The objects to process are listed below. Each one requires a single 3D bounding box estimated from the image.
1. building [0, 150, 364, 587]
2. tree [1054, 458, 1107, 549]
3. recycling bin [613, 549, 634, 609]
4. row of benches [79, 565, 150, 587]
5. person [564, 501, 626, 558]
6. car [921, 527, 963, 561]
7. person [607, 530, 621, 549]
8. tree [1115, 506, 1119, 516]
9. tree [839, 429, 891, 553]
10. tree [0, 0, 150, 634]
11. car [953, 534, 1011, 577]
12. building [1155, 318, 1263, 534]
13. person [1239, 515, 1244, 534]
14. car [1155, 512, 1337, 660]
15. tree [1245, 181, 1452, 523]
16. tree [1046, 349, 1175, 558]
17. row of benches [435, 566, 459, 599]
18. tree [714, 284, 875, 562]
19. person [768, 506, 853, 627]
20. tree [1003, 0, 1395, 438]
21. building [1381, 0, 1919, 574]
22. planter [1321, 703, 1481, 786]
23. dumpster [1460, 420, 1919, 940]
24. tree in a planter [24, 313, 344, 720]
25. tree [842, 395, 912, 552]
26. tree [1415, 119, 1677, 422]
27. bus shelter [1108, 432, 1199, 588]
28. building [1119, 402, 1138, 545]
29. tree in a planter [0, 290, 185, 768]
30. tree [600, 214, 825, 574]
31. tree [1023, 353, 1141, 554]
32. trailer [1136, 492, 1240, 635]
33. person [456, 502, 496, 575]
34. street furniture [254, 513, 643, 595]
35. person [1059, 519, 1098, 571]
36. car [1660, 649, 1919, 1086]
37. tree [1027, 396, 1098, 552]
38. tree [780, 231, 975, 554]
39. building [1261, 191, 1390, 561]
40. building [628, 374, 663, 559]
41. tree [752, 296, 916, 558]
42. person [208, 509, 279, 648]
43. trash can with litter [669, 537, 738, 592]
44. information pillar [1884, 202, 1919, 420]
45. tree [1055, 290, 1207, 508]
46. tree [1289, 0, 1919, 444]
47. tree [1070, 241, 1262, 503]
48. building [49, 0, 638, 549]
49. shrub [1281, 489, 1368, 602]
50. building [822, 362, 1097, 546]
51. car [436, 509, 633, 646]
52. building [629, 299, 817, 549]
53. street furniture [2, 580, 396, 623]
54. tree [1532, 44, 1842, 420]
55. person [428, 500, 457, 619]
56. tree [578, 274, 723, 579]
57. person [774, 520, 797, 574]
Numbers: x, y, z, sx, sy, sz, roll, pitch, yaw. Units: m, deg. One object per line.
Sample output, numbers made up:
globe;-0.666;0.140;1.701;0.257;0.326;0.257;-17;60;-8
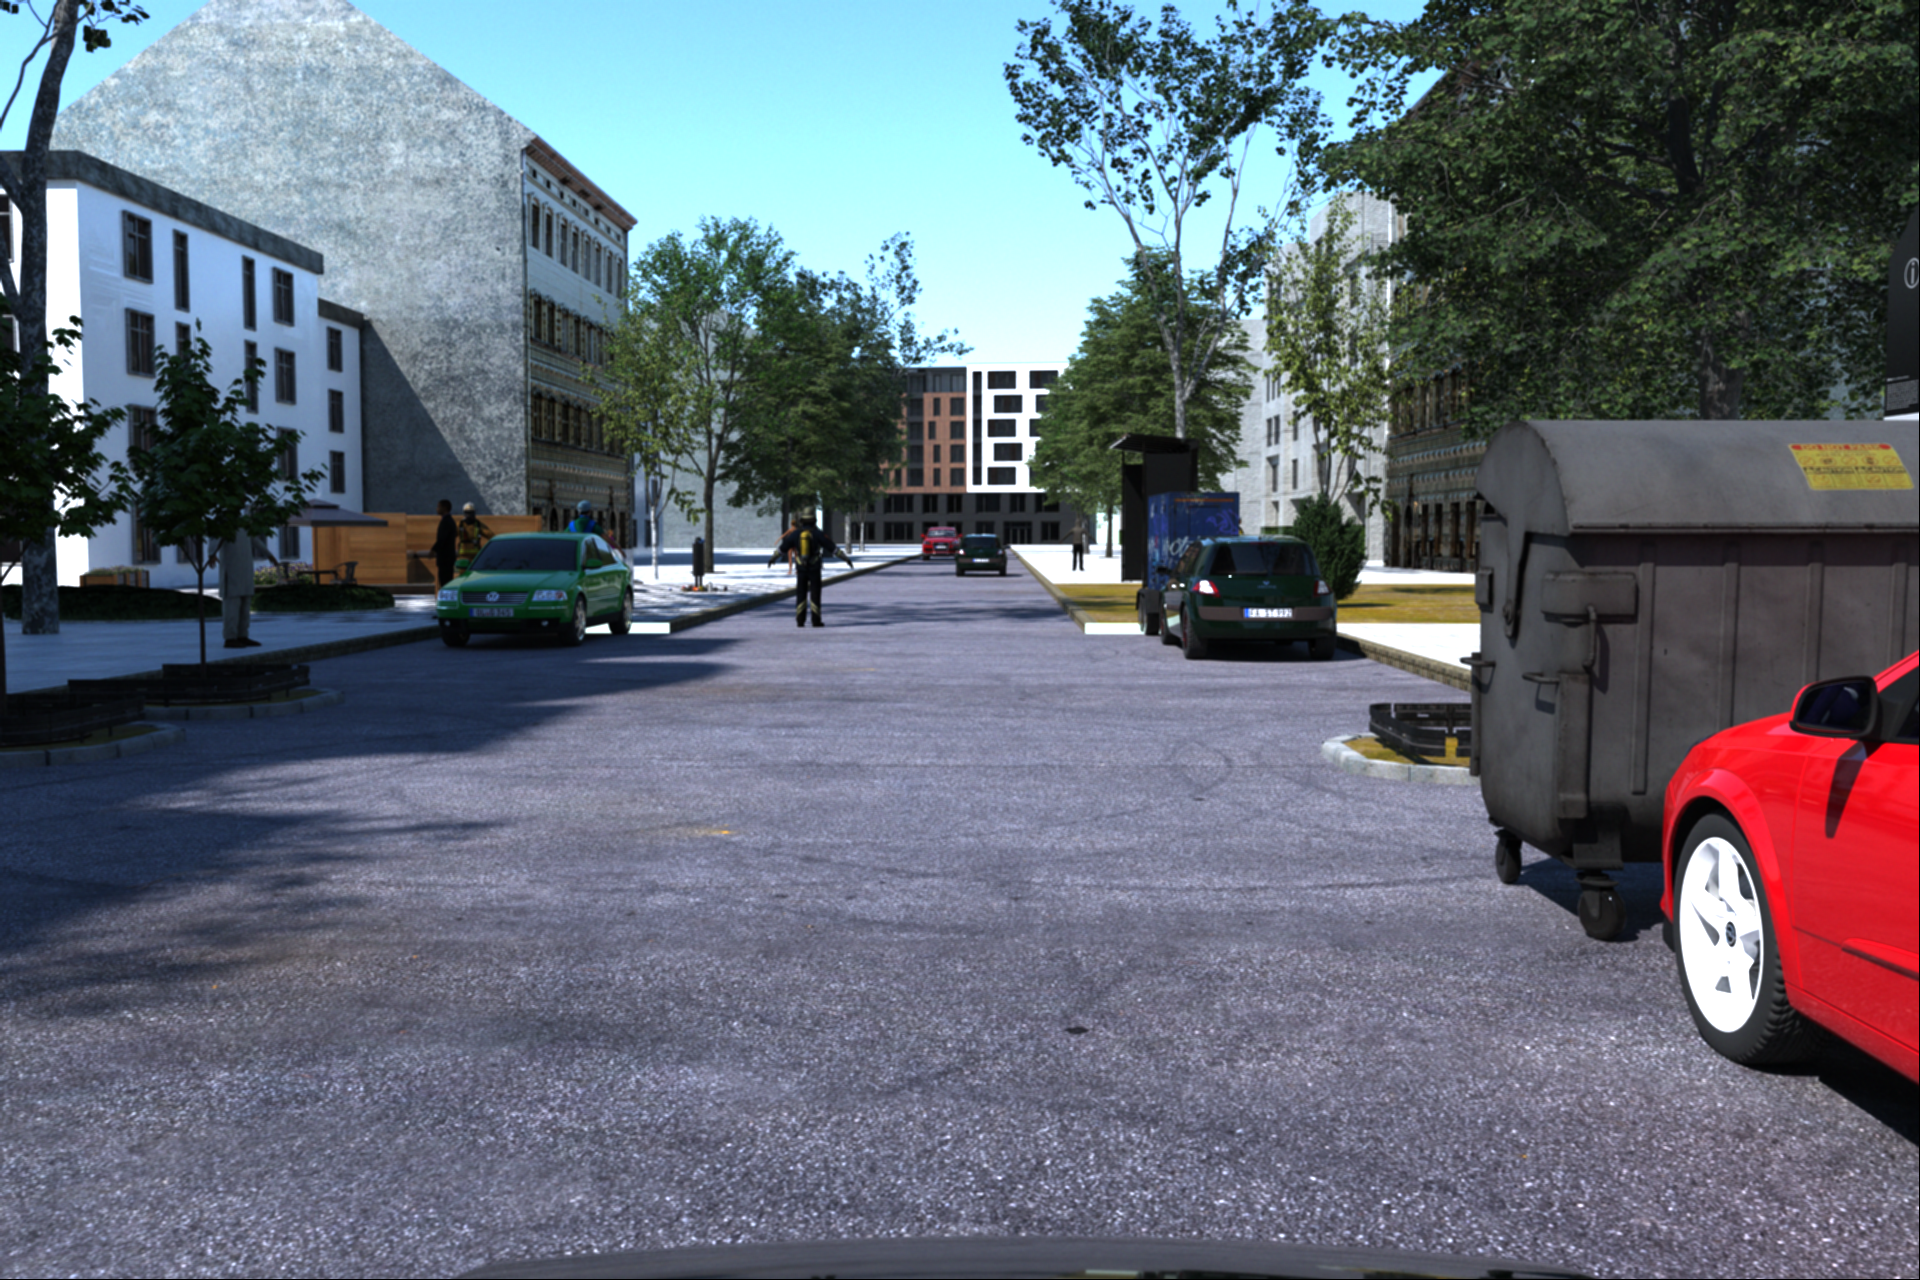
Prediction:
building;-23.627;-6.727;52.140;9.099;9.664;28.070;0;4;1
tree;8.552;-10.288;118.568;4.360;8.622;3.978;0;3;0
recycling bin;-5.973;-1.032;29.434;0.722;1.027;0.722;0;4;2
row of benches;-16.135;-1.078;33.093;1.422;0.672;4.104;-1;4;-17
person;-5.971;-1.319;27.697;1.347;1.817;0.704;1;4;21
car;-0.970;-5.208;93.828;2.281;1.827;5.304;0;4;1
person;-12.136;-3.136;60.544;0.599;1.433;0.991;1;4;19
tree;21.734;-16.621;222.117;4.737;8.622;4.395;0;3;0
tree;-6.679;-10.236;117.716;4.360;8.622;3.978;0;3;0
tree;-13.160;-10.188;22.456;12.611;20.169;13.585;0;3;0
car;0.746;-3.042;59.530;2.009;1.686;4.222;0;4;2
building;25.952;-17.383;150.666;16.747;18.905;31.486;0;4;1
person;8.016;-2.689;49.937;0.705;1.833;1.349;3;4;37
car;3.440;-0.696;21.171;2.009;1.686;4.222;0;4;1
tree;7.851;-5.249;36.176;4.737;8.622;4.395;0;3;0
tree;8.169;-10.246;93.279;9.928;11.665;9.643;0;3;0
row of benches;-8.500;-1.118;33.742;4.104;0.672;1.422;1;4;23
tree;-7.607;-9.848;79.143;7.486;12.596;7.792;0;3;0
person;-2.325;-1.130;26.712;1.354;1.856;0.705;1;4;9
tree;8.203;-12.085;53.483;12.611;20.169;13.585;0;3;0
building;25.657;-13.881;57.881;19.493;23.208;18.063;0;4;1
planter;3.327;0.631;10.826;1.991;0.319;1.994;0;4;1
dumpster;2.962;0.100;6.573;1.865;1.857;1.264;0;4;0
tree in a planter;-6.255;-1.040;14.219;1.991;3.239;1.994;0;4;1
tree;-7.063;-12.301;126.881;9.928;11.665;9.643;0;3;0
tree;9.954;-4.867;29.934;4.737;8.622;4.395;0;3;0
bus shelter;4.775;-3.172;43.150;1.731;3.624;6.357;0;4;1
building;26.876;-19.686;188.317;16.747;18.905;31.486;0;4;1
tree in a planter;-6.359;-0.868;11.418;1.991;3.239;1.994;0;4;1
tree;-8.121;-7.985;56.305;9.928;11.665;9.643;0;3;0
tree;7.756;-11.690;109.260;7.486;12.596;7.792;0;3;0
trailer;3.321;-1.128;25.491;1.471;1.999;3.904;0;4;0
person;-8.809;-1.553;31.158;1.354;1.858;0.705;-1;4;-12
street furniture;-13.244;-2.050;40.380;11.010;1.723;9.812;-1;4;-14
person;4.143;-3.339;60.724;1.348;1.813;0.705;1;4;8
car;2.942;0.344;3.416;2.155;1.783;4.494;0;4;1
tree;8.637;-12.137;124.202;9.928;11.665;9.643;0;3;0
tree;-5.836;-15.422;108.038;12.611;20.169;13.585;0;3;0
building;28.028;-14.161;97.982;16.747;18.905;31.486;0;4;1
building;-21.451;-9.615;99.348;9.099;9.664;28.070;0;4;0
tree;-7.285;-11.456;93.960;9.857;13.997;8.962;0;3;0
person;-8.175;-0.828;19.630;0.704;1.819;1.344;0;4;8
trash can with litter;-5.733;-1.718;39.151;1.678;1.210;2.233;0;4;2
information pillar;6.567;-1.263;12.007;0.183;3.616;0.504;0;4;1
tree;7.800;-9.993;81.518;7.486;12.596;7.792;0;3;0
tree;9.038;-6.974;20.678;9.857;13.997;8.962;0;3;0
tree;7.982;-9.165;67.970;7.486;12.596;7.792;0;3;0
building;-25.496;-14.925;74.945;19.493;23.208;18.063;0;4;2
shrub;6.312;-1.621;30.546;1.661;2.075;1.752;0;3;0
building;0.616;-22.869;220.332;32.646;21.610;27.936;0;4;8
car;-5.675;-0.899;23.495;1.959;1.807;4.718;0;4;1
building;-23.567;-20.110;159.719;19.493;23.208;18.063;0;4;2
street furniture;-14.529;-0.734;27.627;10.072;0.657;5.734;0;4;-2
tree;16.425;-7.513;40.966;7.486;12.596;7.792;0;3;0
person;-7.824;-1.226;26.270;0.704;1.802;1.346;0;4;-6
tree;-8.651;-6.027;48.896;4.737;8.622;4.395;0;3;0
person;-5.364;-2.972;55.395;1.217;1.733;0.721;-2;4;-31
